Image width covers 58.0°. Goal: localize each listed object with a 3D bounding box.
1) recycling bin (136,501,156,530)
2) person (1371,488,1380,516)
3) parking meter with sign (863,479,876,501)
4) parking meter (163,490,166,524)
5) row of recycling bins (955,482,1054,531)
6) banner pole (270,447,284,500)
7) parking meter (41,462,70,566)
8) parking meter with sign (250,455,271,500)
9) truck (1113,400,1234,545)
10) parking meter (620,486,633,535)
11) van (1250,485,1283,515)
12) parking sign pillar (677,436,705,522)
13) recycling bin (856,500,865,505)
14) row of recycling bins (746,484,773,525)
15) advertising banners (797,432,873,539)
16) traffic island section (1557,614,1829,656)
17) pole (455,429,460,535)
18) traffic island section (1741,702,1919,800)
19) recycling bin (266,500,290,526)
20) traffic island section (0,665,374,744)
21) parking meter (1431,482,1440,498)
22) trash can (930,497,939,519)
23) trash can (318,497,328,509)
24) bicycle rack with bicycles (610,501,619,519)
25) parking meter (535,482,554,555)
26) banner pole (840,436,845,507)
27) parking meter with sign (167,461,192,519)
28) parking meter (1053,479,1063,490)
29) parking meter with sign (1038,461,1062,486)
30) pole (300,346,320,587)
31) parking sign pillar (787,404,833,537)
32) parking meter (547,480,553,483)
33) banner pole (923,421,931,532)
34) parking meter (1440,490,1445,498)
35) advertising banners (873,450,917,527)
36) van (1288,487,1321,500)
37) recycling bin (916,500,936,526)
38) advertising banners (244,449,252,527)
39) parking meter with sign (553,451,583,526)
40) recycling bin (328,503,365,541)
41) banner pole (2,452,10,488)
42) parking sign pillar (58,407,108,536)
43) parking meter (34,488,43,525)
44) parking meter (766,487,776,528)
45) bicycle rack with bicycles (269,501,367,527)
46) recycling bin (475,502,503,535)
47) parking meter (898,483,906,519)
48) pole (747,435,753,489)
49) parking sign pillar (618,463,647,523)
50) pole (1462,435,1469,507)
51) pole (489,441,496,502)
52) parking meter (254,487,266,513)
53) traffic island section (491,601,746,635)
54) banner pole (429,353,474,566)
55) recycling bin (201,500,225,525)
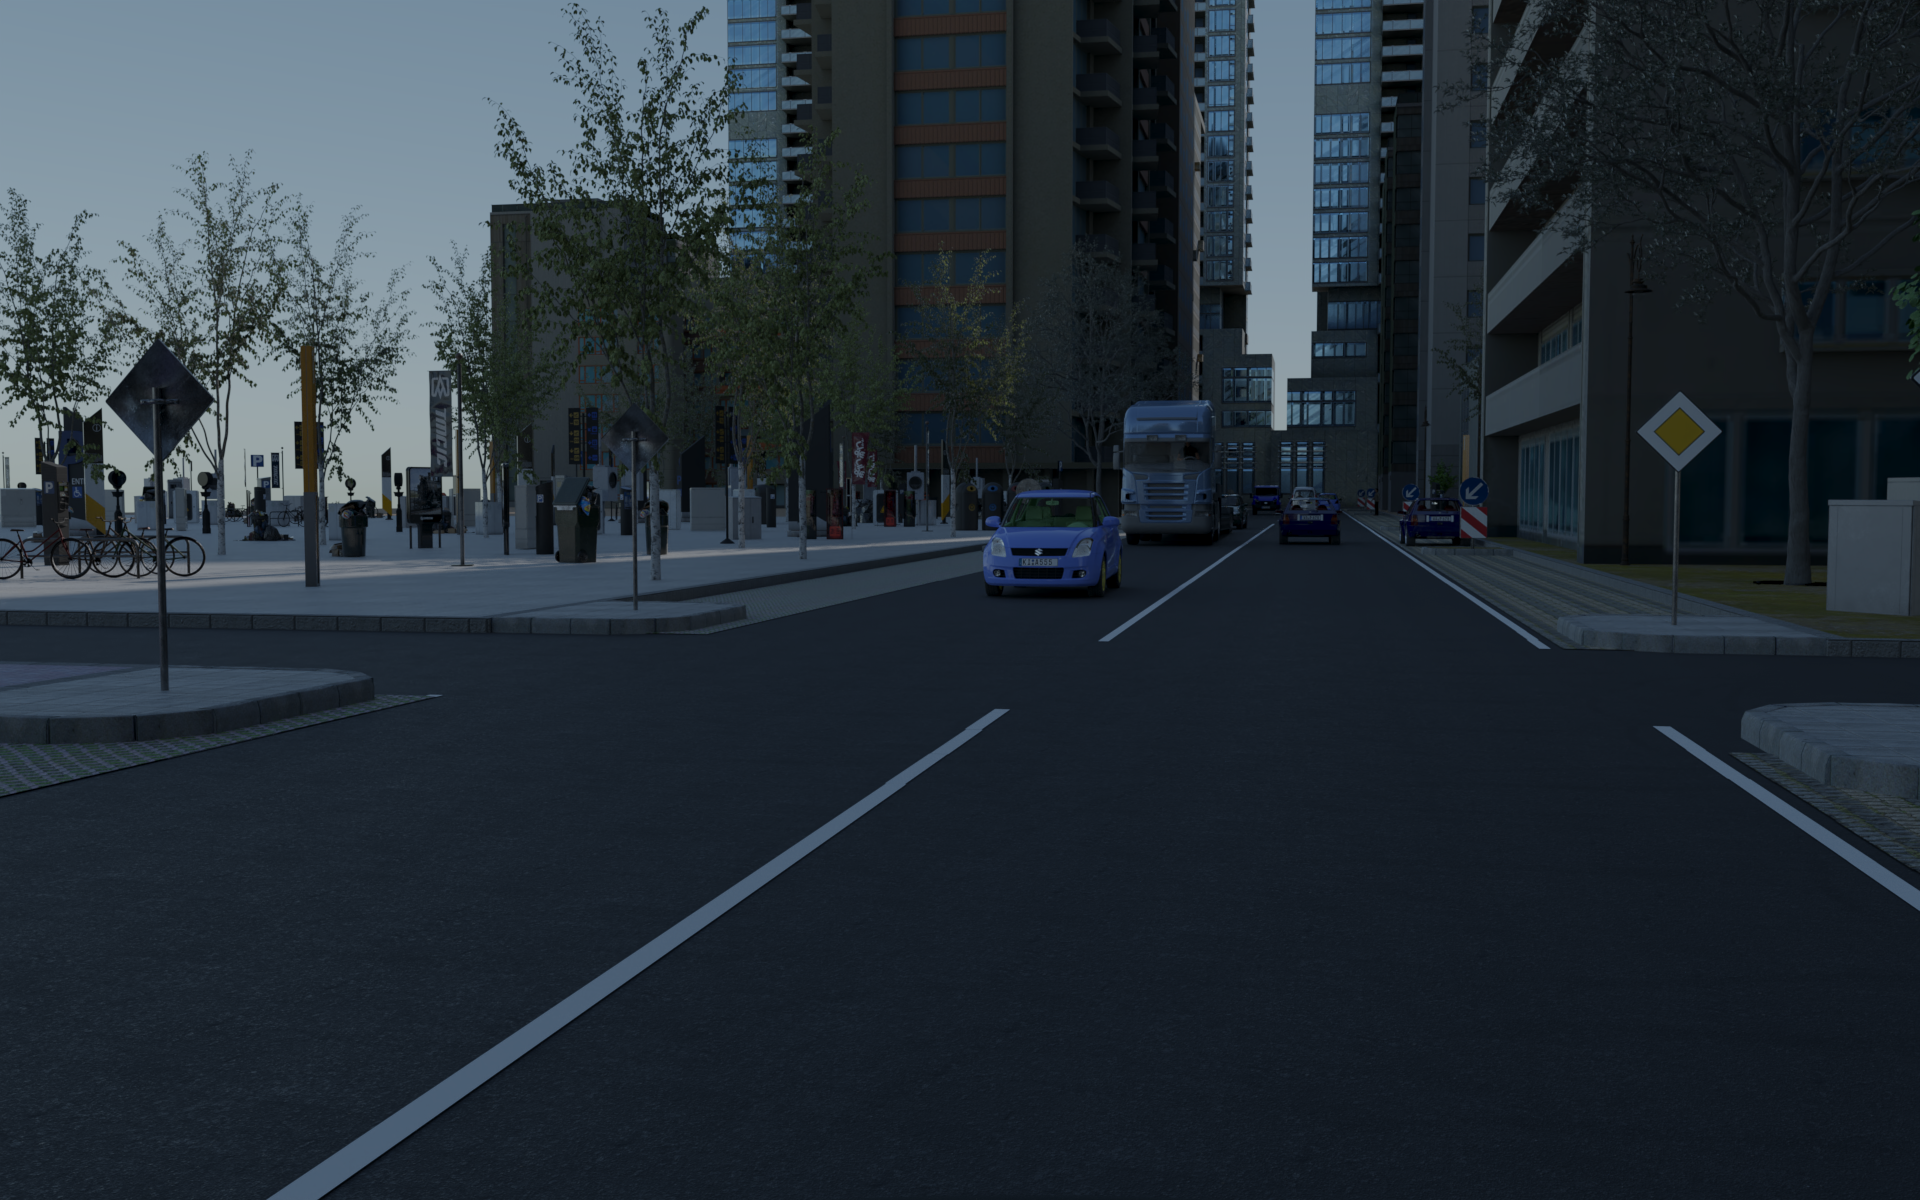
[{"bbox_3d":[-28.720,-2.990,61.446,0.722,1.027,0.722,0,4,-7],"label":"recycling bin"},{"bbox_3d":[27.516,-6.483,114.515,0.705,1.823,1.348,0,4,-8],"label":"person"},{"bbox_3d":[-4.705,-5.766,90.535,1.738,3.016,0.543,0,4,0],"label":"parking meter with sign"},{"bbox_3d":[-33.909,-3.982,73.516,0.372,1.533,0.369,0,3,0],"label":"parking meter"},{"bbox_3d":[1.564,-3.290,60.911,3.534,1.692,1.069,0,4,3],"label":"row of recycling bins"},{"bbox_3d":[-36.055,-6.217,91.667,0.401,3.779,0.863,3,5,44],"label":"banner pole"},{"bbox_3d":[-16.255,-1.555,31.138,0.399,1.863,0.255,1,4,15],"label":"parking meter"},{"bbox_3d":[-30.539,-4.873,75.942,0.543,3.016,1.738,-3,4,-38],"label":"parking meter with sign"},{"bbox_3d":[7.252,-4.028,55.620,2.967,4.110,18.799,1,4,11],"label":"truck"},{"bbox_3d":[-10.365,-2.777,53.818,0.372,1.533,0.369,0,3,0],"label":"parking meter"},{"bbox_3d":[21.384,-7.117,120.741,2.240,2.365,5.245,1,4,11],"label":"van"},{"bbox_3d":[-12.355,-5.570,79.545,1.447,3.967,1.447,-3,5,-43],"label":"parking sign pillar"},{"bbox_3d":[-4.841,-4.157,80.515,0.722,1.027,0.722,1,4,9],"label":"recycling bin"},{"bbox_3d":[-8.600,-4.125,74.549,1.069,1.692,3.534,-1,4,-14],"label":"row of recycling bins"},{"bbox_3d":[-3.564,-3.224,48.894,2.074,3.025,0.090,0,4,6],"label":"advertising banners"},{"bbox_3d":[7.011,0.325,16.959,2.009,0.180,2.903,1,4,12],"label":"traffic island section"},{"bbox_3d":[-15.774,-3.712,54.540,0.158,3.312,0.155,0,3,0],"label":"pole"},{"bbox_3d":[5.398,0.804,9.138,2.009,0.180,2.903,1,4,12],"label":"traffic island section"},{"bbox_3d":[-27.311,-3.467,69.241,0.722,1.027,0.722,1,4,23],"label":"recycling bin"},{"bbox_3d":[-5.220,0.670,11.325,2.009,0.180,2.903,1,4,12],"label":"traffic island section"},{"bbox_3d":[23.302,-4.839,84.832,0.255,1.863,0.399,-2,4,-24],"label":"parking meter"},{"bbox_3d":[-1.400,-4.518,85.514,0.748,1.137,0.748,0,3,0],"label":"trash can"},{"bbox_3d":[-37.614,-5.534,102.138,0.748,1.137,0.748,0,3,0],"label":"trash can"},{"bbox_3d":[-17.555,-4.389,85.139,2.852,0.926,2.925,-1,4,-17],"label":"bicycle rack with bicycles"},{"bbox_3d":[-8.826,-1.736,36.795,0.372,1.533,0.369,0,3,0],"label":"parking meter"},{"bbox_3d":[-5.071,-5.177,74.668,0.401,3.779,0.863,-1,4,-19],"label":"banner pole"},{"bbox_3d":[-41.006,-5.757,90.380,1.738,3.016,0.543,-2,4,-30],"label":"parking meter with sign"},{"bbox_3d":[3.724,-3.676,65.820,0.255,1.863,0.399,2,4,25],"label":"parking meter"},{"bbox_3d":[4.466,-5.803,91.135,1.738,3.016,0.543,1,4,21],"label":"parking meter with sign"},{"bbox_3d":[-8.976,-1.840,23.924,0.158,3.312,0.155,0,3,0],"label":"pole"},{"bbox_3d":[-4.510,-3.902,52.263,1.447,3.967,1.447,1,4,13],"label":"parking sign pillar"},{"bbox_3d":[-17.237,-4.106,72.848,0.255,1.863,0.399,-1,4,-14],"label":"parking meter"},{"bbox_3d":[-1.099,-4.228,59.140,0.401,3.779,0.863,0,4,-6],"label":"banner pole"},{"bbox_3d":[24.158,-4.805,86.968,0.372,1.533,0.369,0,3,0],"label":"parking meter"},{"bbox_3d":[-2.699,-4.360,67.471,2.074,3.025,0.090,0,4,-2],"label":"advertising banners"},{"bbox_3d":[20.780,-5.957,104.409,2.013,2.044,4.112,1,4,12],"label":"van"},{"bbox_3d":[-1.383,-3.571,70.939,0.722,1.027,0.722,1,4,9],"label":"recycling bin"},{"bbox_3d":[-27.768,-4.361,67.488,0.090,3.025,2.074,-1,4,-17],"label":"advertising banners"},{"bbox_3d":[-16.078,-4.538,70.451,1.738,3.016,0.543,3,5,42],"label":"parking meter with sign"},{"bbox_3d":[-17.040,-2.176,48.135,0.722,1.027,0.722,2,4,27],"label":"recycling bin"},{"bbox_3d":[-56.490,-6.884,102.576,0.863,3.779,0.401,2,4,31],"label":"banner pole"},{"bbox_3d":[-26.973,-3.956,53.159,1.447,3.967,1.447,1,4,13],"label":"parking sign pillar"},{"bbox_3d":[-37.948,-3.845,71.273,0.372,1.533,0.369,0,3,0],"label":"parking meter"},{"bbox_3d":[-7.239,-3.549,66.431,0.372,1.533,0.369,0,3,0],"label":"parking meter"},{"bbox_3d":[-25.321,-3.305,67.412,2.852,0.926,2.925,1,4,16],"label":"bicycle rack with bicycles"},{"bbox_3d":[-14.925,-2.596,55.005,0.722,1.027,0.722,-3,4,-37],"label":"recycling bin"},{"bbox_3d":[-3.004,-5.124,89.489,0.399,1.863,0.255,0,4,5],"label":"parking meter"},{"bbox_3d":[-7.310,-4.067,60.333,0.158,3.312,0.155,0,3,0],"label":"pole"},{"bbox_3d":[-14.464,-5.405,76.844,1.447,3.967,1.447,2,4,29],"label":"parking sign pillar"},{"bbox_3d":[17.466,-4.036,59.840,0.158,3.312,0.155,0,3,0],"label":"pole"},{"bbox_3d":[-18.075,-4.473,66.973,0.158,3.312,0.155,0,3,0],"label":"pole"},{"bbox_3d":[-34.885,-4.761,86.249,0.372,1.533,0.369,0,3,0],"label":"parking meter"},{"bbox_3d":[-3.607,0.192,19.146,2.009,0.180,2.903,1,4,12],"label":"traffic island section"},{"bbox_3d":[-9.087,-2.496,30.829,0.863,3.779,0.401,1,4,18],"label":"banner pole"},{"bbox_3d":[-31.250,-3.665,72.484,0.722,1.027,0.722,3,5,44],"label":"recycling bin"}]
